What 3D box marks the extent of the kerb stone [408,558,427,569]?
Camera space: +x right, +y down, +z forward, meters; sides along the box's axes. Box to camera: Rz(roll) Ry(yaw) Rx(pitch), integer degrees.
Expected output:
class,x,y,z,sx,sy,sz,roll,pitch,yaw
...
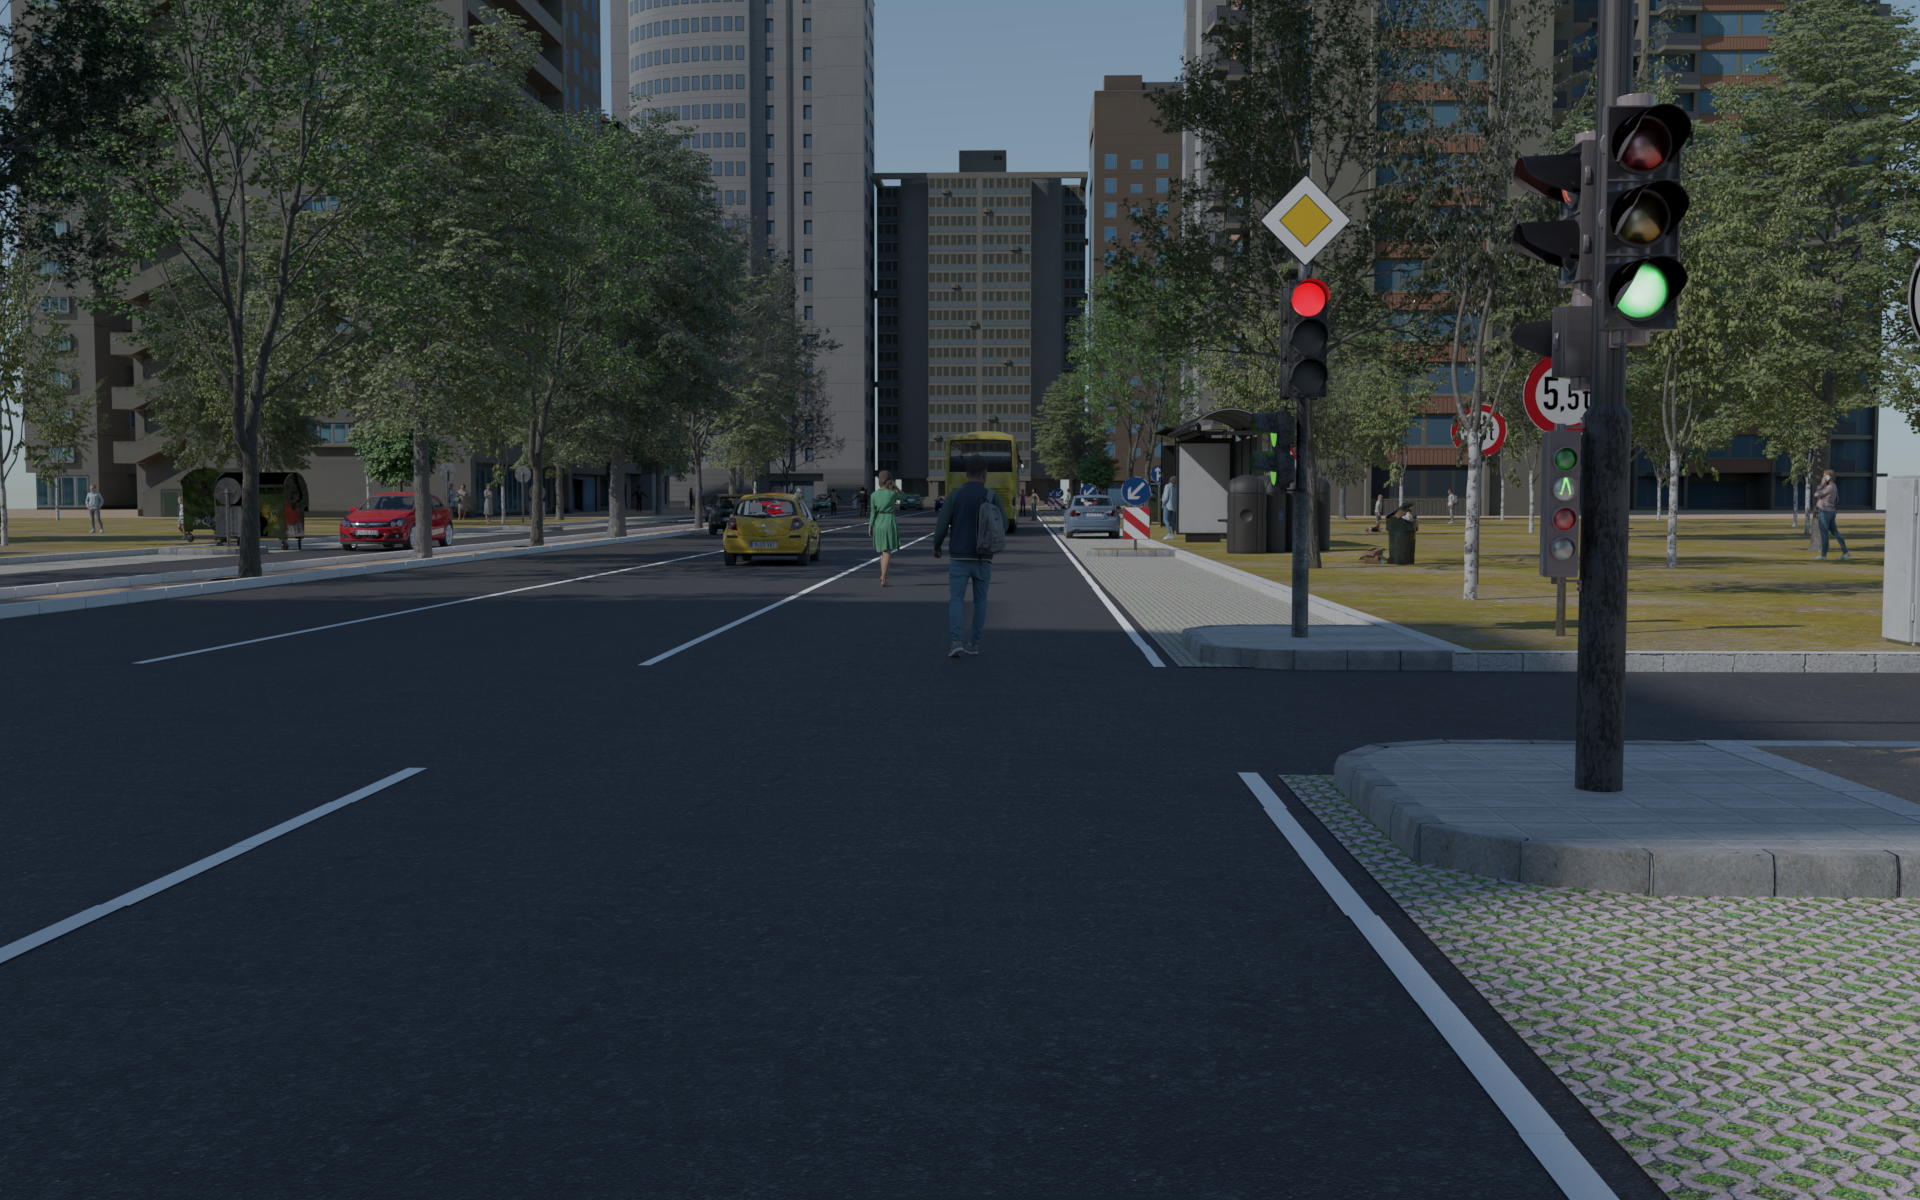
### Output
class,x,y,z,sx,sy,sz,roll,pitch,yaw
kerb stone,-10.600,-0.691,33.499,0.120,0.150,1.000,0,4,2

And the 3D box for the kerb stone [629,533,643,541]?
class,x,y,z,sx,sy,sz,roll,pitch,yaw
kerb stone,-9.932,-1.881,52.951,0.120,0.150,1.000,0,4,2

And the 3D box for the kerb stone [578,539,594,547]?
class,x,y,z,sx,sy,sz,roll,pitch,yaw
kerb stone,-10.143,-1.505,46.813,0.120,0.150,1.000,0,4,2

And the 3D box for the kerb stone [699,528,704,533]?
class,x,y,z,sx,sy,sz,roll,pitch,yaw
kerb stone,-9.577,-2.506,63.182,0.120,0.150,1.000,0,4,2

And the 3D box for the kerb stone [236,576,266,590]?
class,x,y,z,sx,sy,sz,roll,pitch,yaw
kerb stone,-10.853,-0.249,26.297,0.120,0.150,1.000,0,4,2

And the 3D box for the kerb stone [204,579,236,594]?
class,x,y,z,sx,sy,sz,roll,pitch,yaw
kerb stone,-10.882,-0.188,25.272,0.120,0.150,1.000,0,4,2

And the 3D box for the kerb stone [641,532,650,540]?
class,x,y,z,sx,sy,sz,roll,pitch,yaw
kerb stone,-9.906,-1.944,53.980,0.120,0.150,1.000,0,4,2

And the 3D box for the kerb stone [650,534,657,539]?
class,x,y,z,sx,sy,sz,roll,pitch,yaw
kerb stone,-9.863,-2.005,55.001,0.120,0.150,1.000,0,4,2

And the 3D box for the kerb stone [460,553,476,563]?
class,x,y,z,sx,sy,sz,roll,pitch,yaw
kerb stone,-10.500,-0.876,36.573,0.120,0.150,1.000,0,4,2

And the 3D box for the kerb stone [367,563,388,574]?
class,x,y,z,sx,sy,sz,roll,pitch,yaw
kerb stone,-10.668,-0.565,31.435,0.120,0.150,1.000,0,4,2

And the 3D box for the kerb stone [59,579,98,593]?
class,x,y,z,sx,sy,sz,roll,pitch,yaw
kerb stone,-12.980,-0.192,25.343,0.120,0.150,1.000,0,4,2

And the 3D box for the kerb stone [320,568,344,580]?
class,x,y,z,sx,sy,sz,roll,pitch,yaw
kerb stone,-10.749,-0.438,29.386,0.120,0.150,1.000,0,4,2

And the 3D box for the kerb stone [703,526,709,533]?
class,x,y,z,sx,sy,sz,roll,pitch,yaw
kerb stone,-9.553,-2.566,64.204,0.120,0.150,1.000,0,4,2

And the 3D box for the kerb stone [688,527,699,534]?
class,x,y,z,sx,sy,sz,roll,pitch,yaw
kerb stone,-9.620,-2.444,62.160,0.120,0.150,1.000,0,4,2

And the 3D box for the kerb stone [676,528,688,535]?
class,x,y,z,sx,sy,sz,roll,pitch,yaw
kerb stone,-9.691,-2.319,60.113,0.120,0.150,1.000,0,4,2

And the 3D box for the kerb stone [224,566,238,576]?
class,x,y,z,sx,sy,sz,roll,pitch,yaw
kerb stone,-12.810,-0.502,30.456,0.120,0.150,1.000,0,4,2

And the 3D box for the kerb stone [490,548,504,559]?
class,x,y,z,sx,sy,sz,roll,pitch,yaw
kerb stone,-10.432,-1.005,38.623,0.120,0.150,1.000,0,4,2

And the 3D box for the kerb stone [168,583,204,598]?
class,x,y,z,sx,sy,sz,roll,pitch,yaw
kerb stone,-10.918,-0.125,24.246,0.120,0.150,1.000,0,4,2

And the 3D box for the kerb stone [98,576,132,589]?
class,x,y,z,sx,sy,sz,roll,pitch,yaw
kerb stone,-12.954,-0.250,26.365,0.120,0.150,1.000,0,4,2

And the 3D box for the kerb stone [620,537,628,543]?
class,x,y,z,sx,sy,sz,roll,pitch,yaw
kerb stone,-10.002,-1.754,50.900,0.120,0.150,1.000,0,4,2

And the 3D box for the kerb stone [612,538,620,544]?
class,x,y,z,sx,sy,sz,roll,pitch,yaw
kerb stone,-10.047,-1.693,49.878,0.120,0.150,1.000,0,4,2

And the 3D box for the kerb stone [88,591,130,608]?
class,x,y,z,sx,sy,sz,roll,pitch,yaw
kerb stone,-10.990,0.006,22.203,0.120,0.150,1.000,0,4,2

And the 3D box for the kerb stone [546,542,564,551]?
class,x,y,z,sx,sy,sz,roll,pitch,yaw
kerb stone,-10.249,-1.318,43.743,0.120,0.150,1.000,0,4,2

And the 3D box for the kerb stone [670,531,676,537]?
class,x,y,z,sx,sy,sz,roll,pitch,yaw
kerb stone,-9.760,-2.192,58.069,0.120,0.150,1.000,0,4,2

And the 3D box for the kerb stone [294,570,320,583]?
class,x,y,z,sx,sy,sz,roll,pitch,yaw
kerb stone,-10.776,-0.370,28.346,0.120,0.150,1.000,0,4,2

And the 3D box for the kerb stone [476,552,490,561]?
class,x,y,z,sx,sy,sz,roll,pitch,yaw
kerb stone,-10.463,-0.942,37.601,0.120,0.150,1.000,0,4,2

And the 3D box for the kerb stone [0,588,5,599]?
class,x,y,z,sx,sy,sz,roll,pitch,yaw
kerb stone,-13.056,-0.067,23.296,0.120,0.150,1.000,0,4,2

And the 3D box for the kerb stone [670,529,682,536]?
class,x,y,z,sx,sy,sz,roll,pitch,yaw
kerb stone,-9.723,-2.257,59.090,0.120,0.150,1.000,0,4,2

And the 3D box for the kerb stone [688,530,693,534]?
class,x,y,z,sx,sy,sz,roll,pitch,yaw
kerb stone,-9.656,-2.381,61.136,0.120,0.150,1.000,0,4,2

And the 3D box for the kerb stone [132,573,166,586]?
class,x,y,z,sx,sy,sz,roll,pitch,yaw
kerb stone,-12.909,-0.312,27.387,0.120,0.150,1.000,0,4,2

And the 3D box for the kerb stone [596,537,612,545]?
class,x,y,z,sx,sy,sz,roll,pitch,yaw
kerb stone,-10.073,-1.631,48.856,0.120,0.150,1.000,0,4,2

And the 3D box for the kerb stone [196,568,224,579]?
class,x,y,z,sx,sy,sz,roll,pitch,yaw
kerb stone,-12.843,-0.433,29.435,0.120,0.150,1.000,0,4,2

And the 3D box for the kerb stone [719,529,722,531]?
class,x,y,z,sx,sy,sz,roll,pitch,yaw
kerb stone,-9.409,-2.820,68.296,0.120,0.150,1.000,0,4,2

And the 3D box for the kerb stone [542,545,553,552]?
class,x,y,z,sx,sy,sz,roll,pitch,yaw
kerb stone,-10.289,-1.255,42.712,0.120,0.150,1.000,0,4,2

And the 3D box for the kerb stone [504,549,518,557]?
class,x,y,z,sx,sy,sz,roll,pitch,yaw
kerb stone,-10.391,-1.060,39.646,0.120,0.150,1.000,0,4,2

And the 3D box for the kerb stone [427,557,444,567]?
class,x,y,z,sx,sy,sz,roll,pitch,yaw
kerb stone,-10.563,-0.754,34.521,0.120,0.150,1.000,0,4,2

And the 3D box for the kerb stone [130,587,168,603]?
class,x,y,z,sx,sy,sz,roll,pitch,yaw
kerb stone,-10.956,-0.063,23.224,0.120,0.150,1.000,0,4,2

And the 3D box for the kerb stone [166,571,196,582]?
class,x,y,z,sx,sy,sz,roll,pitch,yaw
kerb stone,-12.876,-0.380,28.413,0.120,0.150,1.000,0,4,2

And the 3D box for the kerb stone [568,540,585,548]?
class,x,y,z,sx,sy,sz,roll,pitch,yaw
kerb stone,-10.179,-1.440,45.791,0.120,0.150,1.000,0,4,2

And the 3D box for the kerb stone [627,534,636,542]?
class,x,y,z,sx,sy,sz,roll,pitch,yaw
kerb stone,-9.972,-1.819,51.929,0.120,0.150,1.000,0,4,2

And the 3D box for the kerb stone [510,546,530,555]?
class,x,y,z,sx,sy,sz,roll,pitch,yaw
kerb stone,-10.359,-1.128,40.669,0.120,0.150,1.000,0,4,2

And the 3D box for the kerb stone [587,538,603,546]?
class,x,y,z,sx,sy,sz,roll,pitch,yaw
kerb stone,-10.108,-1.568,47.835,0.120,0.150,1.000,0,4,2

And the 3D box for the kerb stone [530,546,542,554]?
class,x,y,z,sx,sy,sz,roll,pitch,yaw
kerb stone,-10.319,-1.192,41.690,0.120,0.150,1.000,0,4,2

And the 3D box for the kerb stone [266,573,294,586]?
class,x,y,z,sx,sy,sz,roll,pitch,yaw
kerb stone,-10.822,-0.307,27.319,0.120,0.150,1.000,0,4,2

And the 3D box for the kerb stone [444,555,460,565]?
class,x,y,z,sx,sy,sz,roll,pitch,yaw
kerb stone,-10.531,-0.817,35.551,0.120,0.150,1.000,0,4,2

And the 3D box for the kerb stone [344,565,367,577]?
class,x,y,z,sx,sy,sz,roll,pitch,yaw
kerb stone,-10.711,-0.501,30.410,0.120,0.150,1.000,0,4,2

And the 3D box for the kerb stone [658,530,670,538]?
class,x,y,z,sx,sy,sz,roll,pitch,yaw
kerb stone,-9.795,-2.132,57.047,0.120,0.150,1.000,0,4,2

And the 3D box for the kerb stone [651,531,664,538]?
class,x,y,z,sx,sy,sz,roll,pitch,yaw
kerb stone,-9.829,-2.066,56.026,0.120,0.150,1.000,0,4,2

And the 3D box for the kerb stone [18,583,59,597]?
class,x,y,z,sx,sy,sz,roll,pitch,yaw
kerb stone,-13.021,-0.128,24.319,0.120,0.150,1.000,0,4,2

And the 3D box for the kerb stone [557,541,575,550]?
class,x,y,z,sx,sy,sz,roll,pitch,yaw
kerb stone,-10.212,-1.381,44.767,0.120,0.150,1.000,0,4,2

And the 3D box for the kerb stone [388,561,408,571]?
class,x,y,z,sx,sy,sz,roll,pitch,yaw
kerb stone,-10.633,-0.628,32.462,0.120,0.150,1.000,0,4,2
